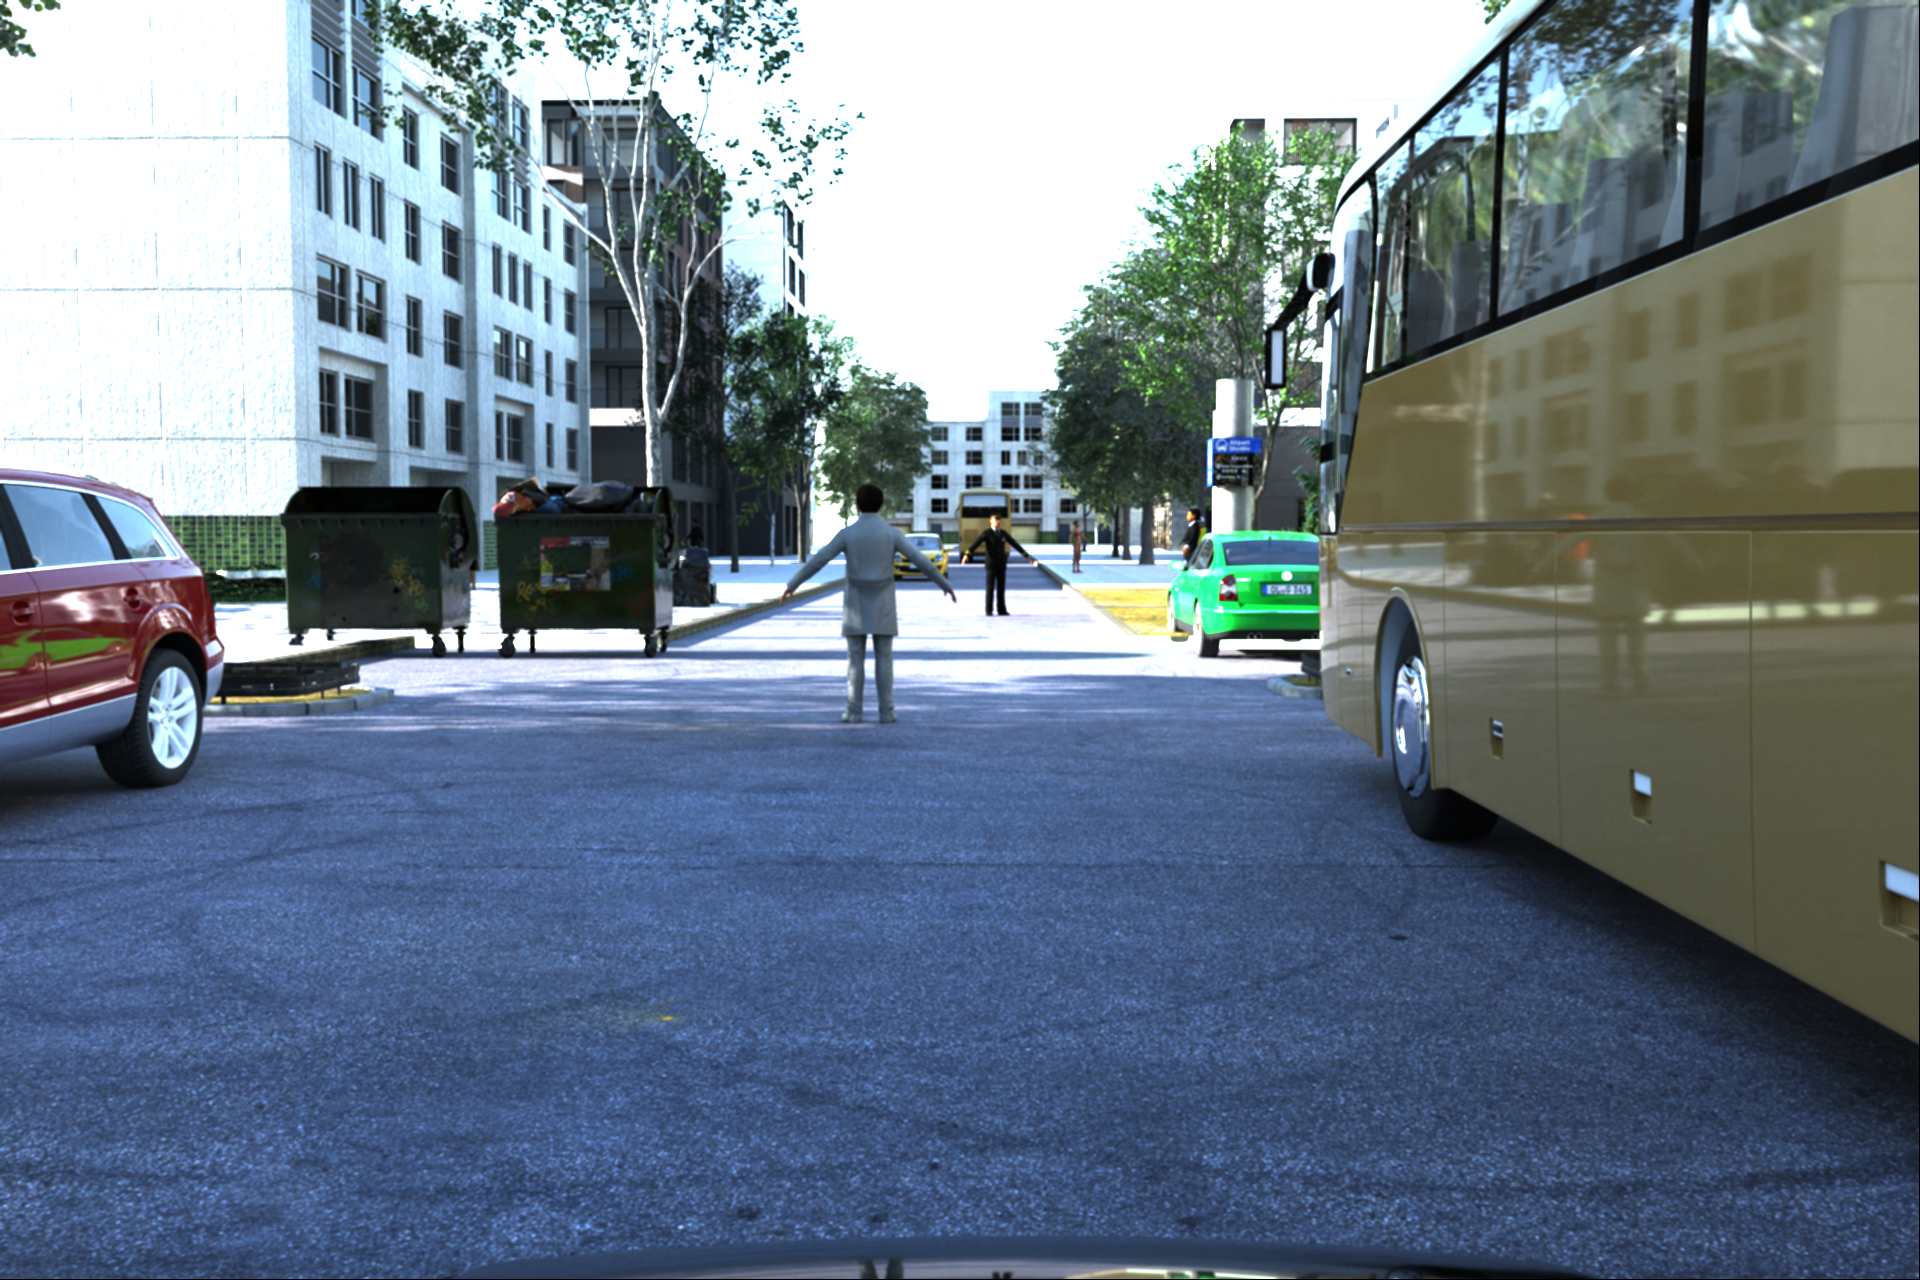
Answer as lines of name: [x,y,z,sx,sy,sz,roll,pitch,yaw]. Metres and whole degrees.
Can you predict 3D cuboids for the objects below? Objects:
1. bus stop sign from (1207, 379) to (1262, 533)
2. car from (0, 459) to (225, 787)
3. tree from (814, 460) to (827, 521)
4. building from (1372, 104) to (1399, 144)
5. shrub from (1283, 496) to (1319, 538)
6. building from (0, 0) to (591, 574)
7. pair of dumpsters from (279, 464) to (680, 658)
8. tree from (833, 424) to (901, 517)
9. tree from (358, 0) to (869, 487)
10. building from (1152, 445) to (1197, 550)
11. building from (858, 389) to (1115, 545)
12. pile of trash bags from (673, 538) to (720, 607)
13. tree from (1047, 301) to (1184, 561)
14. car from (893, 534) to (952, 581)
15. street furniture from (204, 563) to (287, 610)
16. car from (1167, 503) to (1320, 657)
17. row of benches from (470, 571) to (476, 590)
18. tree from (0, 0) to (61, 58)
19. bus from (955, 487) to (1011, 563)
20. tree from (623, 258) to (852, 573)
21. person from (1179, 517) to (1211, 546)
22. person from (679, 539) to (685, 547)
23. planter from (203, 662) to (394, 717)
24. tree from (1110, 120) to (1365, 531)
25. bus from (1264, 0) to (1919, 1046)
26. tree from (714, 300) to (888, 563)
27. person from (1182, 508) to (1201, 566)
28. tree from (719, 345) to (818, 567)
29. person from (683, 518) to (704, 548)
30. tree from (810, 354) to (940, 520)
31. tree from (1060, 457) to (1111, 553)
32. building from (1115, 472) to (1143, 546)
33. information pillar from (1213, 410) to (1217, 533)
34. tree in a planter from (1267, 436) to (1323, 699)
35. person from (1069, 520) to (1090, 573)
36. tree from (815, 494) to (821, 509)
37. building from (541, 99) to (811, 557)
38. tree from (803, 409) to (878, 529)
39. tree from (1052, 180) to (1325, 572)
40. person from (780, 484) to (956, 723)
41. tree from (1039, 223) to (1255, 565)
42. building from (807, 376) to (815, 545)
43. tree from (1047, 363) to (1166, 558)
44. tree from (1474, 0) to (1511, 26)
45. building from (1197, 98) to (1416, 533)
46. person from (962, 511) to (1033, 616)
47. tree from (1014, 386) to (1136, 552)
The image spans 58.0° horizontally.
bus stop sign: [4.714,-2.493,29.785,0.837,3.901,0.837,0,4,2]
car: [-5.523,0.017,8.393,2.281,1.827,5.304,0,4,1]
tree: [-19.899,-18.045,213.156,7.486,12.596,7.792,0,3,0]
building: [23.630,-13.523,77.528,16.016,20.090,11.380,0,4,1]
shrub: [5.894,-1.456,27.845,1.661,2.075,1.752,0,3,0]
building: [-24.929,-11.829,59.864,16.747,18.905,31.486,0,4,2]
pair of dumpsters: [-5.614,-0.946,20.420,4.436,2.255,1.574,0,4,1]
tree: [-6.788,-9.988,113.661,4.360,8.622,3.978,0,3,0]
tree: [-8.466,-11.366,41.726,12.611,20.169,13.585,0,3,0]
building: [25.811,-19.122,143.580,19.493,23.208,18.063,0,4,1]
building: [2.907,-21.398,218.765,31.486,18.905,16.747,0,4,-3]
pile of trash bags: [-5.373,-1.275,30.591,1.912,1.369,3.447,0,4,3]
tree: [8.117,-10.107,83.381,7.486,12.596,7.792,0,3,0]
car: [-1.239,-2.685,54.131,2.015,1.641,3.980,0,4,1]
street furniture: [-14.146,-1.073,33.167,5.734,0.657,10.072,1,4,16]
car: [3.644,-0.776,21.484,1.959,1.807,4.718,0,4,0]
row of benches: [-12.442,-1.554,40.871,1.422,0.672,4.104,-3,4,-36]
tree: [-11.789,-6.525,13.344,9.857,13.997,8.962,0,3,0]
bus: [1.193,-6.007,89.766,2.896,3.916,12.252,0,3,0]
tree: [-7.422,-7.554,57.923,8.767,10.594,7.601,1,4,13]
person: [6.835,-2.617,49.257,1.216,1.772,0.721,0,4,3]
person: [-8.464,-2.626,49.069,1.346,1.812,0.704,1,4,11]
planter: [-5.903,0.404,14.531,1.991,0.319,1.994,0,4,1]
tree: [7.409,-7.145,42.573,9.928,11.665,9.643,0,3,0]
bus: [3.273,-0.815,4.877,2.896,3.916,12.252,0,4,1]
tree: [-6.996,-9.219,76.494,9.928,11.665,9.643,0,3,0]
person: [4.092,-1.486,31.023,0.721,1.740,1.216,1,4,12]
tree: [-7.356,-7.151,67.288,4.737,8.622,4.395,0,3,0]
person: [-9.017,-3.234,58.818,0.705,1.837,1.347,1,4,21]
tree: [-6.297,-13.268,123.591,9.857,13.997,8.962,0,3,0]
tree: [9.064,-10.165,116.562,4.737,8.622,4.395,0,3,0]
building: [27.171,-22.091,192.110,19.493,23.208,18.063,0,4,1]
information pillar: [4.935,-2.519,32.504,0.184,3.620,1.656,0,4,1]
tree in a planter: [3.856,-1.131,15.707,1.991,3.239,1.994,0,4,1]
person: [3.931,-3.085,57.239,0.721,1.733,1.217,3,4,36]
tree: [-19.605,-16.498,220.097,4.737,8.622,4.395,0,3,0]
building: [-24.246,-15.551,98.235,27.936,21.610,32.646,0,4,2]
tree: [-6.124,-8.948,96.669,4.360,8.622,3.978,0,3,0]
tree: [8.273,-9.040,58.180,12.009,13.543,11.850,0,3,0]
person: [-0.689,-0.278,13.187,1.347,1.806,0.705,0,4,-6]
tree: [7.963,-10.154,72.681,9.857,13.997,8.962,0,3,0]
building: [-22.160,-20.305,188.414,16.016,20.090,11.380,0,4,2]
tree: [8.468,-10.327,94.600,9.928,11.665,9.643,0,3,0]
tree: [10.169,-6.988,20.914,9.857,13.997,8.962,0,3,0]
building: [27.153,-15.518,97.697,27.936,21.610,32.646,0,4,2]
person: [0.642,-1.350,30.467,1.347,1.837,0.705,-1,4,-22]
tree: [9.202,-13.187,125.975,12.009,13.543,11.850,0,3,0]
